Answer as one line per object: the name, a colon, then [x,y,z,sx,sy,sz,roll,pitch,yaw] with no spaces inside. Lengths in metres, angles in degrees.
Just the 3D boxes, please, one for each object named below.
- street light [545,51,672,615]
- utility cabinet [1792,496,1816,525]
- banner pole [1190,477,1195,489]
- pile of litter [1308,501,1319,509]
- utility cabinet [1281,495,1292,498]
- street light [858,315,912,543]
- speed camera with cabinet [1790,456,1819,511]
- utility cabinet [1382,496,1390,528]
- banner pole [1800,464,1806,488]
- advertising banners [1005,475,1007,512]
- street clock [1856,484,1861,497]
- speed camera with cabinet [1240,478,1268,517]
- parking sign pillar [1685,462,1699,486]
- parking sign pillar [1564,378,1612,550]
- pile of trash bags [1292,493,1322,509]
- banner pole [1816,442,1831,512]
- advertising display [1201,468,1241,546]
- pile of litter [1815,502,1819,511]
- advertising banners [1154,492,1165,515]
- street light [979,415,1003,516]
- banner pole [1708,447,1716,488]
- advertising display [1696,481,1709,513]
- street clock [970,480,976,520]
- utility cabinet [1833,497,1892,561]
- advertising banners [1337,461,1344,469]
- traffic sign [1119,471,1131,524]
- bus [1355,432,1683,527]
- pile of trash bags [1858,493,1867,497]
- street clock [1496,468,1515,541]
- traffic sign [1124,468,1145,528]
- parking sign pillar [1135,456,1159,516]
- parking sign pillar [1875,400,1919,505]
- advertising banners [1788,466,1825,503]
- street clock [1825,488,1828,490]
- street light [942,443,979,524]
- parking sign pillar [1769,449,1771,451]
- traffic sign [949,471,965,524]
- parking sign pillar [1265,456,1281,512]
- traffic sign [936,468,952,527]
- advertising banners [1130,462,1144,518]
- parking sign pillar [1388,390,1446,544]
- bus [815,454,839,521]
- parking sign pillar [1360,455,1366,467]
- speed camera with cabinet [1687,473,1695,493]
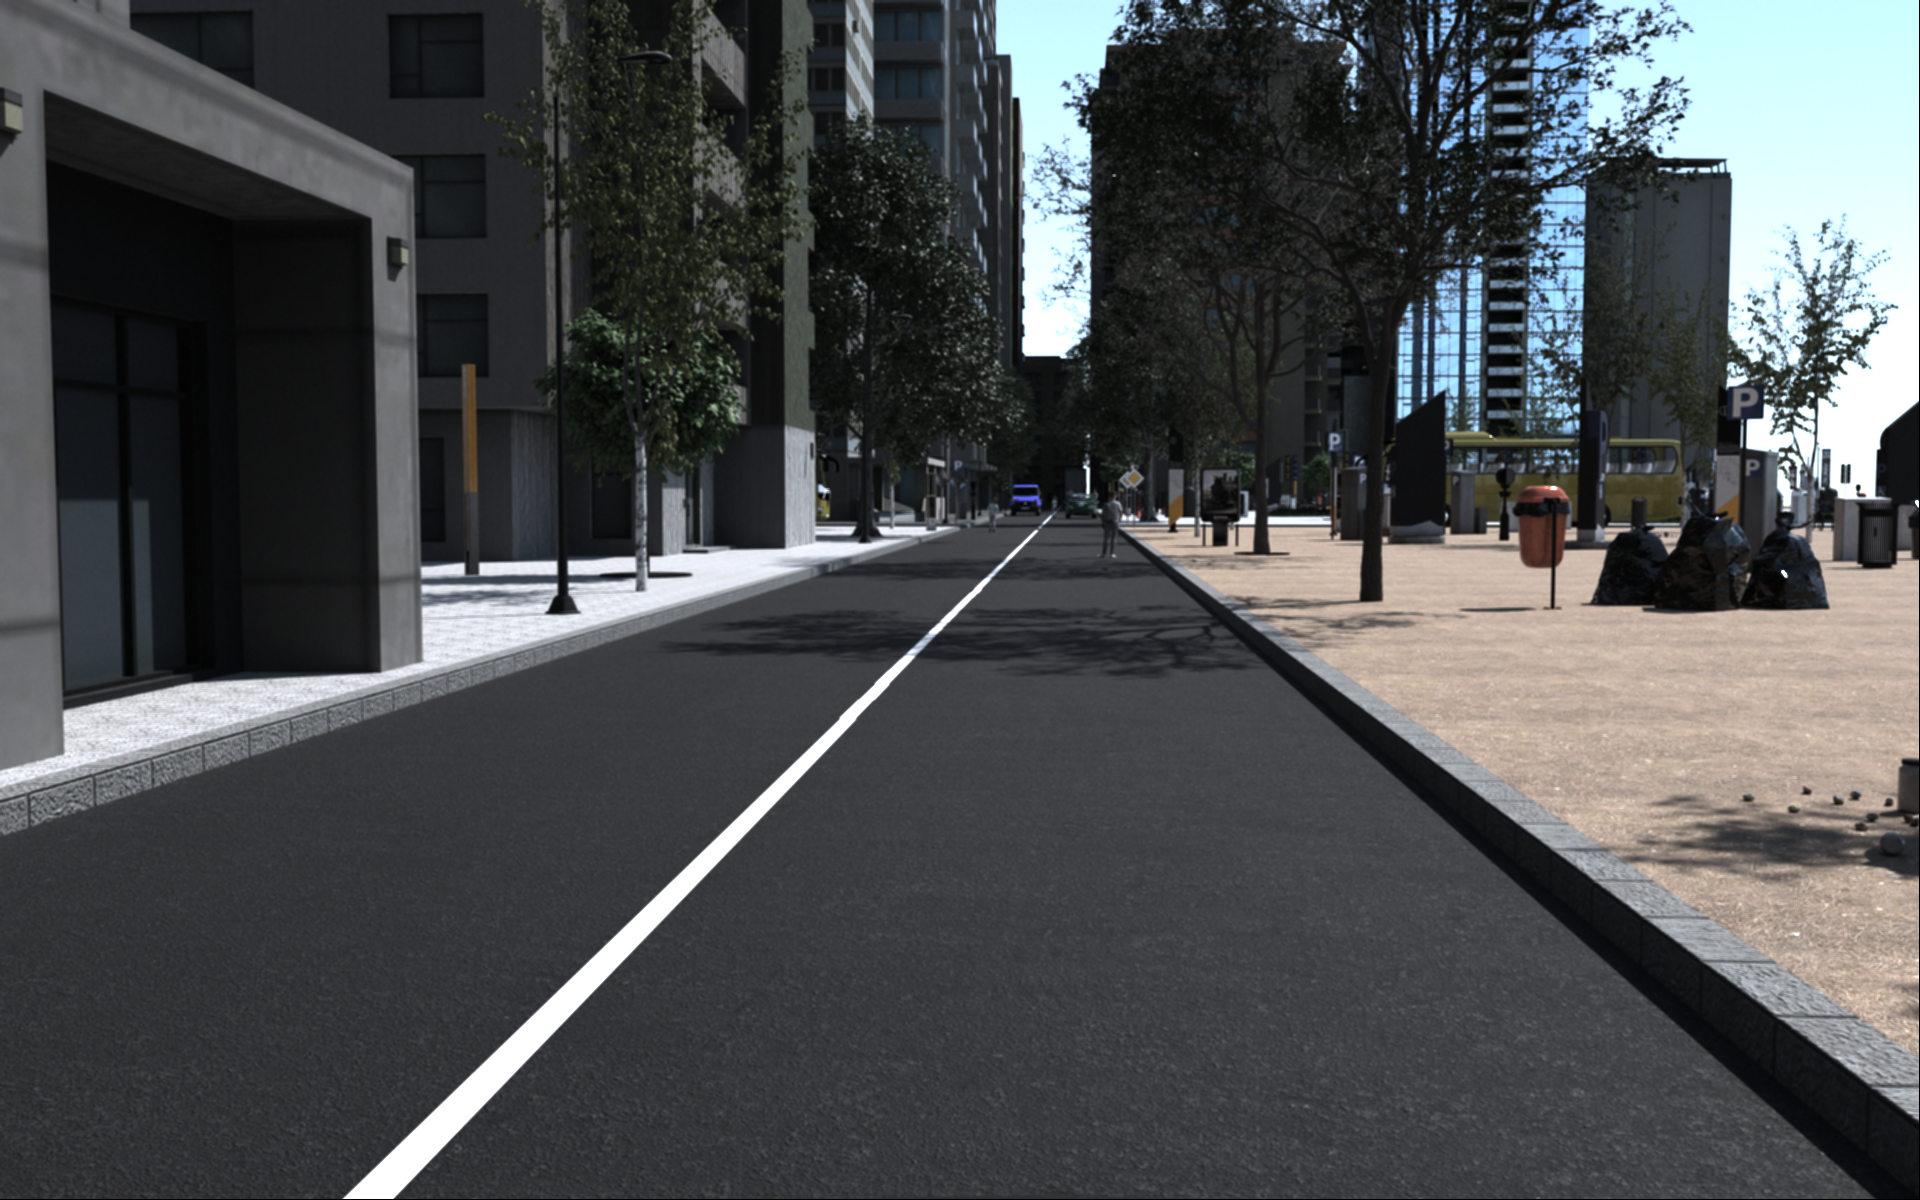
street light: [-3.723,-2.804,18.381,1.470,5.913,1.316,0,4,4]
utility cabinet: [35.489,-3.774,72.870,1.020,1.237,0.306,-1,4,-23]
banner pole: [19.287,-9.411,143.883,0.401,3.779,0.863,-2,4,-34]
pile of litter: [21.928,-5.700,107.162,1.176,0.858,1.719,-3,4,-37]
utility cabinet: [24.505,-7.310,130.680,1.020,1.237,0.306,0,4,6]
street light: [-1.940,-4.435,45.056,1.470,5.913,1.316,0,4,4]
speed camera with cabinet: [43.630,-5.814,89.394,2.038,3.252,0.660,-3,5,-40]
utility cabinet: [15.263,-3.053,61.074,1.020,1.237,0.306,-3,4,-39]
banner pole: [61.629,-8.341,126.388,0.863,3.779,0.401,-1,4,-12]
advertising banners: [3.330,-7.965,126.409,0.090,3.025,2.074,0,3,0]
street clock: [65.614,-7.460,126.546,0.358,2.002,0.471,1,4,12]
speed camera with cabinet: [15.989,-6.203,95.760,2.038,3.252,0.660,1,4,11]
parking sign pillar: [60.070,-9.417,142.438,1.447,3.967,1.447,-2,4,-26]
parking sign pillar: [14.847,-3.192,40.655,1.447,3.967,1.447,2,4,29]
pile of trash bags: [27.643,-7.808,137.406,1.912,1.369,3.447,-2,4,-33]
banner pole: [41.698,-5.733,83.757,0.863,3.779,0.401,0,4,-2]
advertising display: [6.439,-2.298,42.792,0.974,1.923,0.123,2,4,27]
pile of litter: [51.119,-5.515,104.127,1.176,0.858,1.719,3,5,42]
advertising banners: [12.559,-6.769,106.868,0.090,3.025,2.074,-2,4,-30]
street light: [1.704,-7.878,101.349,1.470,5.913,1.316,0,4,4]
banner pole: [35.715,-5.618,81.863,0.863,3.779,0.401,-1,4,-22]
advertising display: [35.816,-4.790,83.524,0.974,1.923,0.123,-3,4,-37]
street clock: [0.661,-5.016,86.584,0.358,2.002,0.471,0,4,7]
utility cabinet: [17.405,-1.361,33.414,1.020,1.237,0.306,-1,4,-9]
advertising banners: [20.377,-5.713,89.588,2.074,3.025,0.090,1,4,8]
traffic sign: [7.198,-4.325,74.360,0.795,2.450,0.064,0,4,4]
bus: [22.166,-4.738,69.016,12.252,3.916,2.896,0,4,4]
pile of trash bags: [47.503,-5.036,92.088,3.447,1.369,1.912,1,4,12]
street clock: [15.060,-2.648,47.871,0.471,2.002,0.358,-1,4,-19]
traffic sign: [6.676,-3.838,66.392,0.795,2.450,0.064,0,4,4]
parking sign pillar: [11.069,-6.986,102.699,1.447,3.967,1.447,3,4,38]
parking sign pillar: [26.216,-3.659,48.303,1.447,3.967,1.447,-1,4,-18]
advertising banners: [51.932,-6.737,106.341,2.074,3.025,0.090,2,4,34]
street clock: [62.708,-7.384,125.300,0.358,2.002,0.471,1,4,14]
street light: [-0.068,-6.247,74.672,1.470,5.913,1.316,0,4,4]
parking sign pillar: [47.612,-7.011,103.107,1.447,3.967,1.447,-2,4,-24]
traffic sign: [-0.179,-4.356,74.862,0.795,2.450,0.064,0,4,4]
parking sign pillar: [22.207,-8.255,123.443,1.447,3.967,1.447,-1,4,-14]
traffic sign: [-0.702,-3.869,66.894,0.795,2.450,0.064,0,4,4]
advertising banners: [9.526,-5.851,91.844,0.090,3.025,2.074,3,4,36]
parking sign pillar: [11.857,-3.450,44.877,1.447,3.967,1.447,0,4,-8]
bus: [-11.289,-4.901,71.672,12.252,3.916,2.896,0,4,5]
parking sign pillar: [27.534,-7.976,118.874,1.447,3.967,1.447,0,4,2]
speed camera with cabinet: [58.997,-8.808,138.339,2.038,3.252,0.660,0,4,8]
